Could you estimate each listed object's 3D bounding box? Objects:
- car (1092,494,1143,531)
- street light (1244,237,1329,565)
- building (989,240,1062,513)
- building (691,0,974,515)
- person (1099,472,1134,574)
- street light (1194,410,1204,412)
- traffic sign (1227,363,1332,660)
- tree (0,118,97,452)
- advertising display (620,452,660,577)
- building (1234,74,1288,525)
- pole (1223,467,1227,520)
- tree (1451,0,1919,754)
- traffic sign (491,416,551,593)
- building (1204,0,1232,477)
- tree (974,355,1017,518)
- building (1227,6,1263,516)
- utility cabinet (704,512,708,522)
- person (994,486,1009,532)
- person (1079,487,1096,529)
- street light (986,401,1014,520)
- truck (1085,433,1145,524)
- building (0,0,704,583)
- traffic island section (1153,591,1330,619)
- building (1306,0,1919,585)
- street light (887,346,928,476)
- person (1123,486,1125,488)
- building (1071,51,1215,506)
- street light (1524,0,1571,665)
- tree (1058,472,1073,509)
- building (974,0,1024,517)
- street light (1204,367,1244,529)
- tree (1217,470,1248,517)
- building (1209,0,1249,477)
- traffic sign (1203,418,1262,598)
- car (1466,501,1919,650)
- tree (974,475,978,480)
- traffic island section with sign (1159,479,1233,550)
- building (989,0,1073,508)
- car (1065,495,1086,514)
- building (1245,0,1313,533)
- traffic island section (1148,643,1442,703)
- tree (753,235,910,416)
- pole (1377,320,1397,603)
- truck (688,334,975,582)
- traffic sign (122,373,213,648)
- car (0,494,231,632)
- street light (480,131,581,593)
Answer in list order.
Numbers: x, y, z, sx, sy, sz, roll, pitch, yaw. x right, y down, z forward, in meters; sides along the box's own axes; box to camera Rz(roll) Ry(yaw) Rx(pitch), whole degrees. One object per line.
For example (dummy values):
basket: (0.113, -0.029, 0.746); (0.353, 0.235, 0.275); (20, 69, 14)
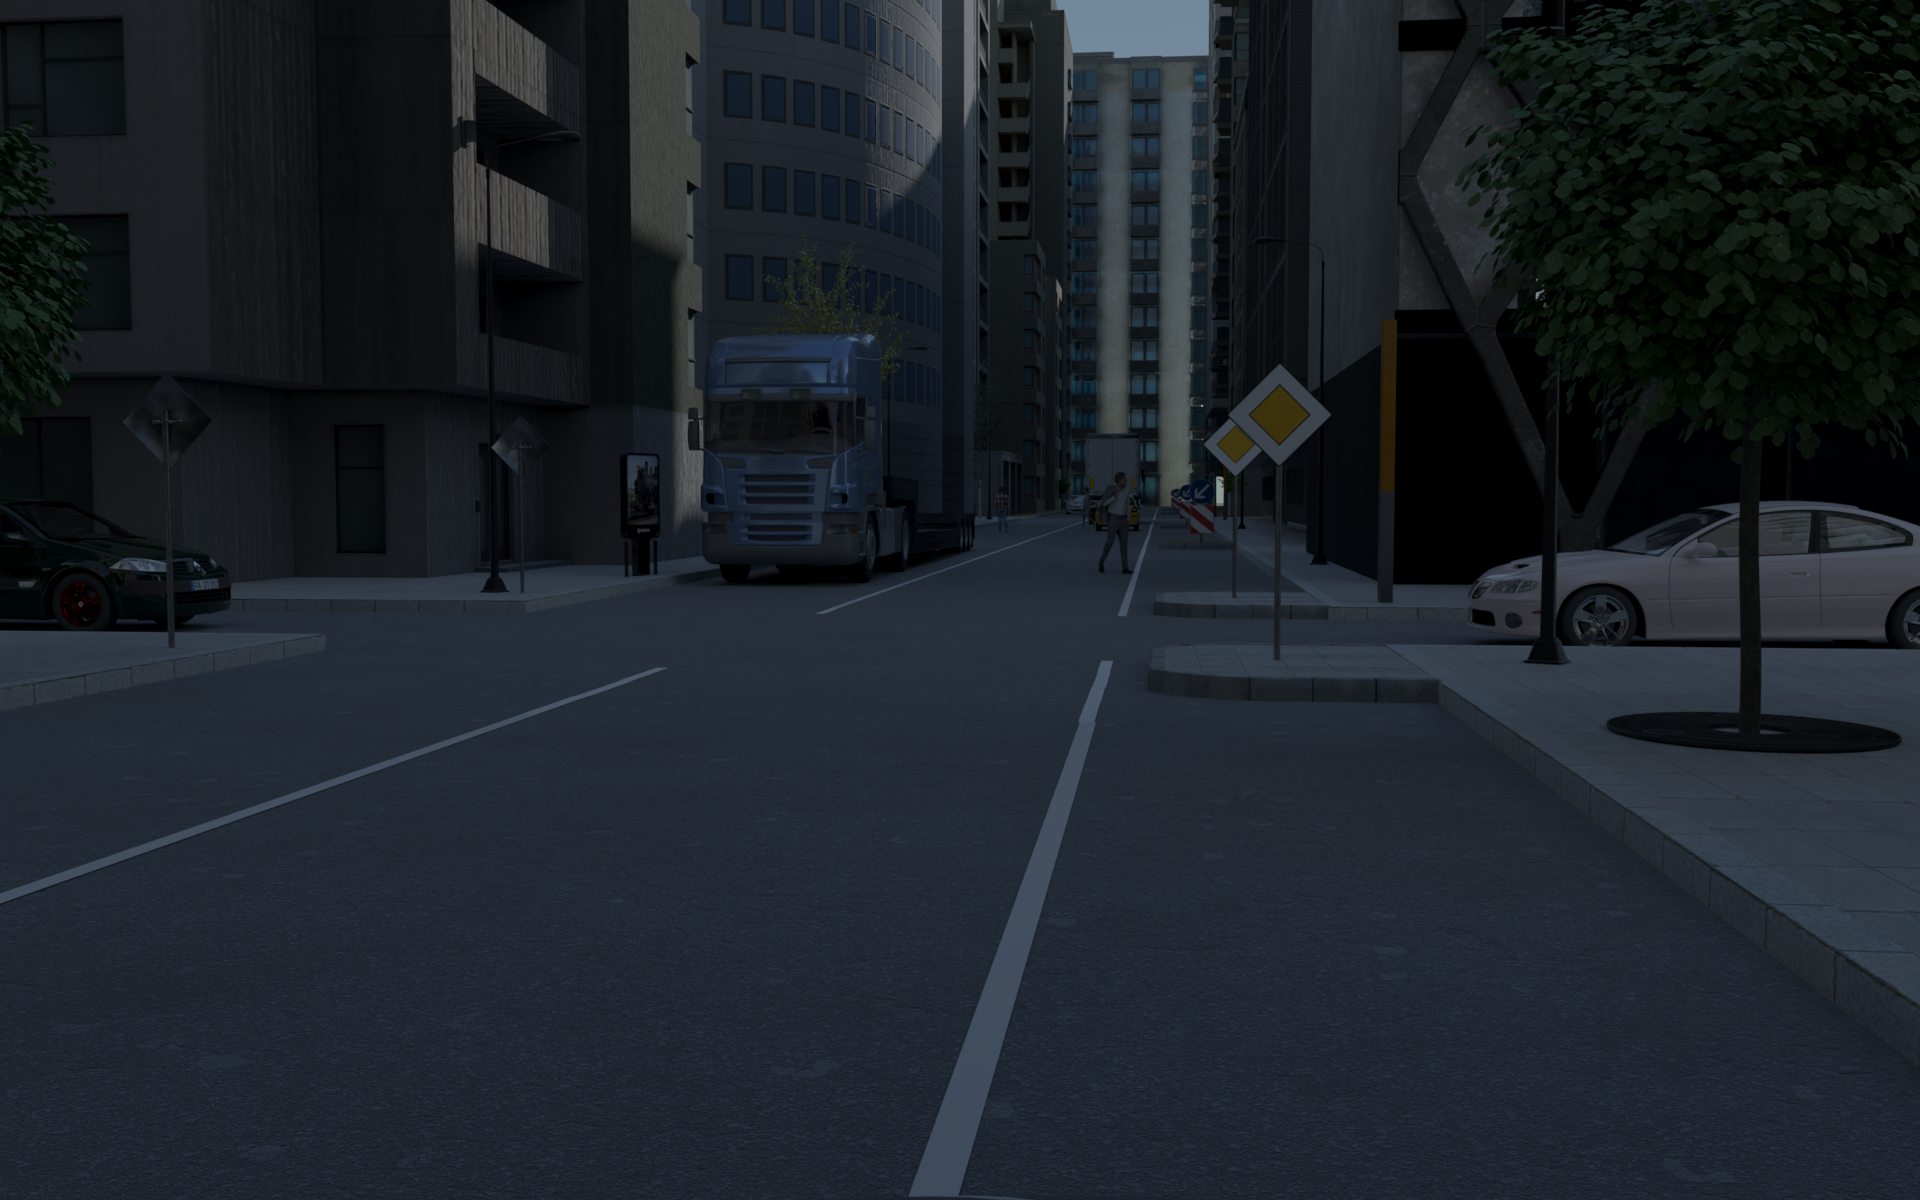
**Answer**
car: (6.211, -3.547, 68.225); (2.015, 1.641, 3.980); (0, 4, 5)
street light: (6.000, -3.600, 31.397); (1.470, 5.913, 1.316); (0, 4, 7)
building: (-6.828, -17.659, 133.769); (27.650, 21.520, 28.899); (0, 4, 7)
building: (-11.393, -32.196, 68.398); (21.231, 58.520, 28.212); (0, 4, 7)
person: (2.798, -1.388, 31.294); (0.679, 1.850, 0.850); (-3, 4, -36)
street light: (13.591, -7.532, 95.695); (1.470, 5.913, 1.316); (0, 4, 7)
traffic sign: (2.448, -0.593, 13.333); (0.795, 2.450, 0.064); (0, 4, 7)
tree: (-7.693, -1.734, 12.064); (4.285, 4.588, 4.351); (0, 3, 0)
advertising display: (-5.010, -1.342, 27.159); (0.123, 1.923, 0.974); (1, 4, 21)
building: (20.216, -15.898, 79.005); (14.314, 24.678, 30.058); (0, 4, 7)
pole: (13.066, -5.592, 85.271); (0.158, 3.312, 0.155); (0, 3, 0)
tree: (4.300, -1.556, 9.155); (4.285, 4.588, 4.351); (0, 3, 0)
traffic sign: (-5.655, -1.143, 22.336); (0.795, 2.450, 0.064); (0, 4, 7)
building: (35.945, -34.599, 154.929); (28.713, 52.752, 27.495); (0, 4, 7)
tree: (0.837, -8.620, 91.292); (4.360, 8.622, 3.978); (0, 3, 0)
building: (23.529, -20.445, 105.984); (14.160, 30.474, 14.107); (0, 4, 7)
utility cabinet: (-6.858, -2.124, 43.407); (0.318, 1.500, 1.173); (3, 4, 39)
person: (1.574, -3.416, 65.185); (0.563, 1.720, 0.643); (0, 4, -2)
person: (5.291, -3.832, 71.909); (0.760, 1.731, 0.466); (-2, 4, -32)
street light: (2.013, -6.992, 86.853); (1.470, 5.913, 1.316); (0, 4, 7)
truck: (7.662, -5.909, 85.523); (2.839, 4.237, 11.283); (0, 4, 7)
building: (-13.091, -15.744, 29.114); (14.160, 30.474, 14.107); (0, 4, 7)
traffic island section: (3.400, 0.058, 21.339); (2.009, 0.180, 2.903); (0, 4, 7)
building: (14.916, -9.827, 28.118); (16.811, 18.784, 16.820); (0, 4, 7)
street light: (-1.715, -5.015, 54.531); (1.470, 5.913, 1.316); (0, 4, 7)
person: (6.802, -3.961, 73.279); (0.660, 1.820, 0.620); (1, 4, 19)
building: (13.891, -34.930, 190.710); (30.456, 49.044, 23.786); (0, 4, 7)
street light: (3.929, -2.478, 13.059); (1.470, 5.913, 1.316); (0, 4, 7)
tree: (8.751, -9.479, 149.587); (1.663, 3.219, 1.824); (0, 3, 0)
building: (-6.579, -40.905, 107.054); (20.563, 71.187, 20.611); (0, 4, 7)
street light: (9.823, -5.566, 63.543); (1.470, 5.913, 1.316); (0, 4, 7)
tree: (15.458, -6.345, 98.347); (1.663, 3.219, 1.824); (0, 3, 0)
building: (29.699, -28.867, 126.605); (22.147, 44.769, 28.867); (0, 4, 7)
traffic sign: (3.375, -1.078, 21.264); (0.795, 2.450, 0.064); (0, 4, 7)
car: (7.179, -0.223, 16.009); (4.827, 1.381, 2.083); (0, 4, 5)
tree: (-0.138, -5.480, 84.191); (1.663, 3.219, 1.824); (0, 3, 0)
traffic island section with sign: (6.265, -2.272, 45.779); (1.989, 1.847, 2.006); (0, 4, 7)
building: (-0.486, -33.009, 163.398); (21.600, 48.544, 21.300); (0, 4, 7)
car: (8.486, -6.779, 123.198); (2.083, 1.381, 4.827); (0, 4, 5)
building: (16.264, -15.815, 52.090); (14.314, 27.812, 24.014); (0, 4, 7)
traffic island section: (2.473, 0.543, 13.407); (2.009, 0.180, 2.903); (0, 4, 7)
tree: (-3.768, -6.105, 50.175); (4.737, 8.622, 4.395); (0, 3, 0)
pole: (5.031, -1.625, 20.405); (0.158, 3.312, 0.155); (0, 3, 0)
truck: (-1.854, -2.769, 35.039); (2.967, 4.110, 18.799); (0, 4, 6)
traffic sign: (-6.582, -0.658, 14.405); (0.795, 2.450, 0.064); (0, 4, 7)
car: (-9.983, -0.530, 18.452); (4.222, 1.686, 2.009); (0, 4, 8)
street light: (-5.543, -3.049, 22.386); (1.470, 5.913, 1.316); (0, 4, 7)
